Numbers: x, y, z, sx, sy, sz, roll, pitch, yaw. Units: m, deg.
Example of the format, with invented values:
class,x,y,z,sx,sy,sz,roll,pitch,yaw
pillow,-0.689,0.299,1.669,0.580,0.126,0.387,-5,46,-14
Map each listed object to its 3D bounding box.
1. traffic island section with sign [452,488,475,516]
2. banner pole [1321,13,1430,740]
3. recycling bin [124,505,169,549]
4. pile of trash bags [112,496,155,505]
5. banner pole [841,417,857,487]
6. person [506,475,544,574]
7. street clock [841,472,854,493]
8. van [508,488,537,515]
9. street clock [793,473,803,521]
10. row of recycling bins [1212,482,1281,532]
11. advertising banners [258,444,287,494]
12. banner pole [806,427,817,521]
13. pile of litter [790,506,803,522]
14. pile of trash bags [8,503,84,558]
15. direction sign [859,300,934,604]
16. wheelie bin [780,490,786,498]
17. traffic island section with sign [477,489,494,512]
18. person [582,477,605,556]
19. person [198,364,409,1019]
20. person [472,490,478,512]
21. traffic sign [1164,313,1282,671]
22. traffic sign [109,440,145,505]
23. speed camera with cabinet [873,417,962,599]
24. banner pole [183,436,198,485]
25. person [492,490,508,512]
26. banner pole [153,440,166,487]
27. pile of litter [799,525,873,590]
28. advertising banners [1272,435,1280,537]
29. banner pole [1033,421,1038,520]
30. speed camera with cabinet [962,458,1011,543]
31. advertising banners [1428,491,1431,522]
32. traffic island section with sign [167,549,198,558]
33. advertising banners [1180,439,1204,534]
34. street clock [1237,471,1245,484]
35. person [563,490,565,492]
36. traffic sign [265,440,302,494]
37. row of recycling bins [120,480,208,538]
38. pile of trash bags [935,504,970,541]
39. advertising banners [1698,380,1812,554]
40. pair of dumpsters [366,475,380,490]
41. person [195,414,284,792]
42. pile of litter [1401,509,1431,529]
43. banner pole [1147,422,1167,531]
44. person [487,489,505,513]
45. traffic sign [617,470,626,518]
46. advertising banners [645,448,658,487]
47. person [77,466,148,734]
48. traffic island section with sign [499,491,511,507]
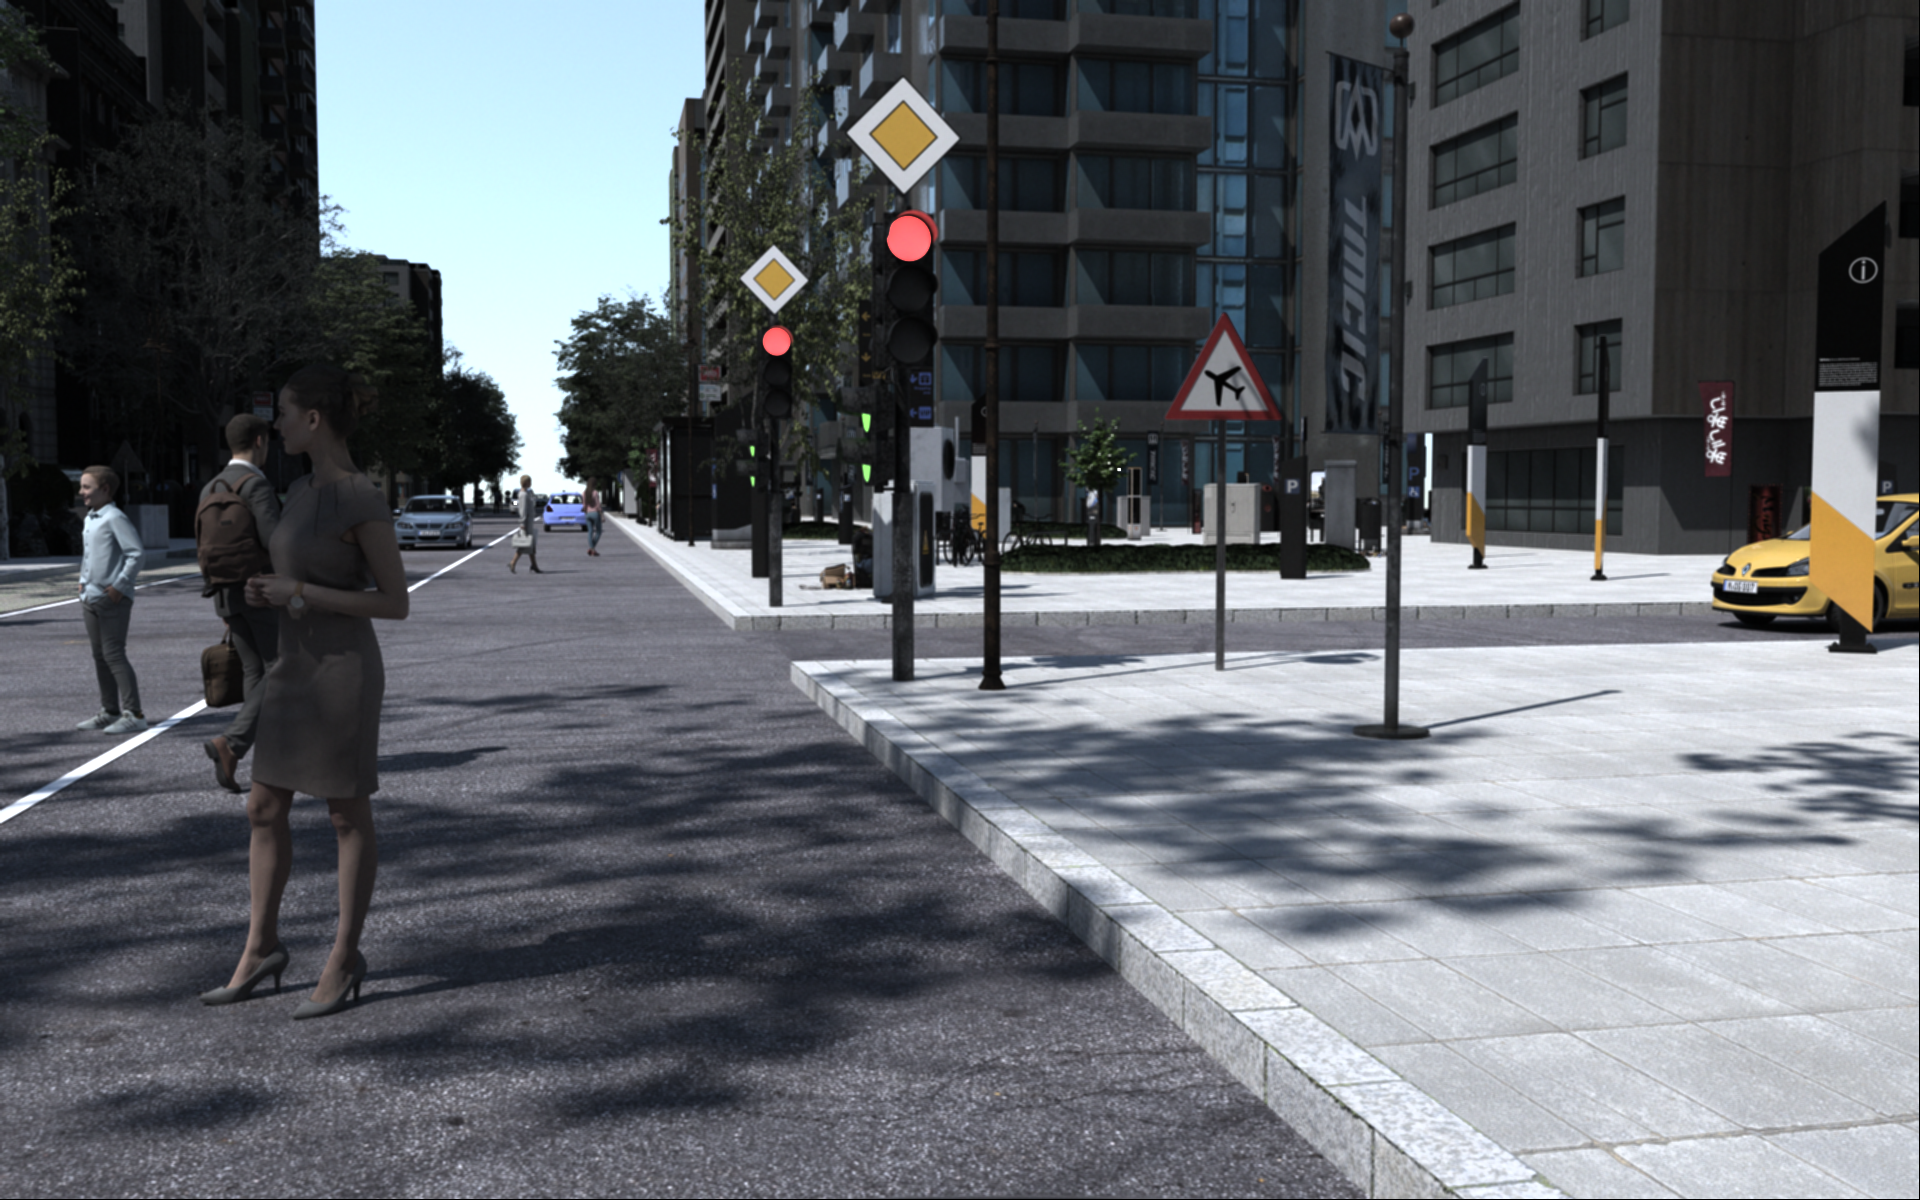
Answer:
class,x,y,z,sx,sy,sz,roll,pitch,yaw
traffic island section with sign,-33.427,-6.526,115.330,1.989,1.847,2.006,-1,4,-12
banner pole,2.130,-1.159,8.971,0.863,3.779,0.401,-3,5,-42
recycling bin,-19.102,-1.719,40.664,0.722,1.027,0.722,2,4,34
pile of trash bags,-21.611,-2.118,44.387,1.912,1.369,3.447,-1,4,-15
banner pole,-3.622,-4.047,56.191,0.401,3.779,0.863,3,4,38
person,-7.879,-1.373,31.308,0.624,1.780,0.694,0,4,-5
street clock,-3.733,-3.269,58.018,0.471,2.002,0.358,2,4,32
van,-30.787,-7.031,121.970,2.013,2.044,4.112,-1,4,-12
street clock,-5.445,-3.280,58.204,0.358,2.002,0.471,0,4,-5
row of recycling bins,9.847,-3.151,58.638,3.534,1.692,1.069,-2,4,-27
advertising banners,-25.613,-4.176,64.465,2.074,3.025,0.090,0,4,4
banner pole,-5.526,-4.572,64.761,0.401,3.779,0.863,2,4,33
pile of litter,-5.852,-2.972,62.555,1.719,0.858,1.176,-1,4,-23
pile of trash bags,-19.807,-1.631,36.412,3.447,1.369,1.912,3,5,40
direction sign,-0.743,-1.731,20.300,0.876,3.537,0.379,0,4,-5
wheelie bin,-8.345,-4.397,79.803,0.693,1.594,0.980,-1,4,-11
traffic island section with sign,-39.194,-8.137,141.664,1.989,1.847,2.006,-1,4,-12
person,-8.462,-1.930,40.064,0.555,1.821,0.388,1,4,16
person,-1.807,0.249,4.768,0.599,1.781,0.374,3,4,37
person,-39.192,-7.996,139.924,0.721,1.739,1.217,-2,4,-31
traffic sign,1.889,-0.765,12.517,0.884,2.594,0.081,-1,4,-11
traffic sign,-20.010,-2.542,41.562,0.884,2.594,0.081,0,4,-7
speed camera with cabinet,-0.562,-1.696,22.059,0.660,3.252,2.038,1,4,13
banner pole,-33.024,-5.158,74.347,0.863,3.779,0.401,1,4,16
person,-36.911,-7.935,138.926,1.217,1.739,0.721,-1,4,-9
banner pole,-33.656,-5.064,72.808,0.863,3.779,0.401,1,4,22
pile of litter,-1.414,-0.599,23.753,1.719,0.858,1.176,-1,4,-13
advertising banners,9.779,-3.408,51.901,0.090,3.025,2.074,2,4,35
banner pole,2.562,-4.217,58.960,0.401,3.779,0.863,1,4,11
speed camera with cabinet,0.366,-3.098,44.983,2.038,3.252,0.660,-3,4,-37
advertising banners,21.797,-5.097,79.516,2.074,3.025,0.090,1,4,21
traffic island section with sign,-16.852,-1.891,39.539,1.989,1.847,2.006,-1,4,-12
advertising banners,7.655,-3.643,55.748,0.090,3.025,2.074,3,5,42
street clock,9.002,-3.114,55.479,0.358,2.002,0.471,0,4,4
person,-33.886,-8.482,147.710,0.750,1.759,0.617,-3,5,-44
traffic sign,-25.925,-4.361,65.169,2.265,3.308,0.079,0,4,-6
row of recycling bins,-22.638,-2.647,50.399,3.534,1.692,1.069,0,4,1
pile of trash bags,0.210,-2.324,47.743,1.912,1.369,3.447,-1,4,-19
advertising banners,12.419,-1.861,26.622,2.074,3.025,0.090,1,4,15
pair of dumpsters,-30.551,-5.250,88.327,1.574,2.255,4.437,-1,4,-12
person,-3.548,-0.009,8.610,0.622,1.834,0.822,1,4,22
pile of litter,15.852,-2.835,60.313,1.176,0.858,1.719,-2,4,-34
banner pole,6.824,-4.290,60.151,0.863,3.779,0.401,-2,4,-30
person,-34.415,-7.340,128.495,1.348,1.826,0.705,-2,4,-31
traffic sign,-17.688,-5.581,91.358,0.768,2.556,0.104,0,4,-3
advertising banners,-11.051,-4.274,66.063,2.074,3.025,0.090,1,4,17
person,-5.193,-0.013,10.528,0.330,1.601,0.589,-3,5,-44
traffic island section with sign,-50.984,-11.436,195.608,1.989,1.847,2.006,-1,4,-12
